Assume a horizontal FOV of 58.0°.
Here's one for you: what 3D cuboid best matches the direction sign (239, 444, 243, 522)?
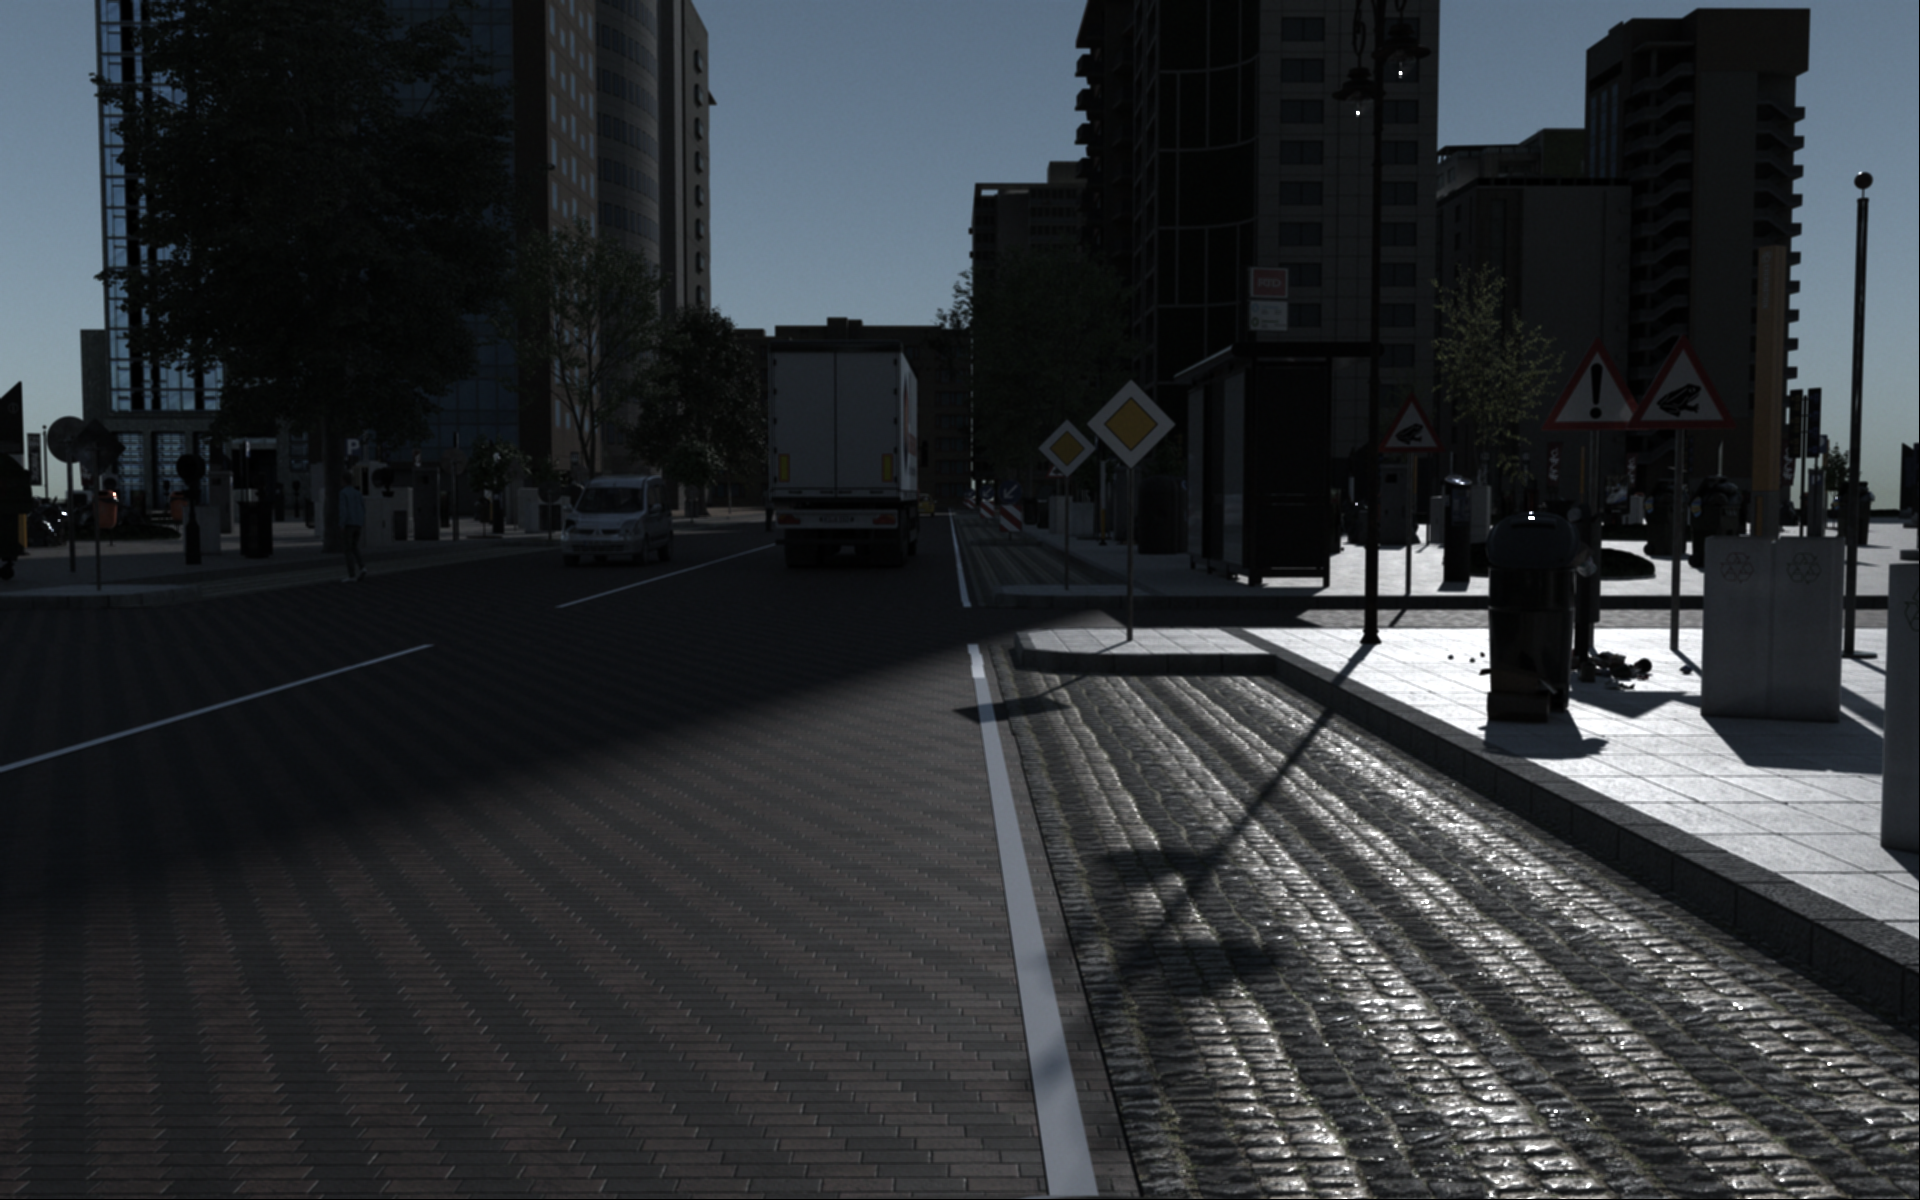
[{"bbox_3d":[-32.465,-5.278,78.293,0.379,3.537,0.876,-2,4,-28],"label":"direction sign"}]

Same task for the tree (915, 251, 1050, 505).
[{"bbox_3d":[2.547,-17.261,138.102,12.611,20.169,13.585,0,3,0],"label":"tree"}]

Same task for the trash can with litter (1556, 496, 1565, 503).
[{"bbox_3d":[31.219,-4.762,89.246,0.624,1.170,1.055,-3,5,-41],"label":"trash can with litter"}]

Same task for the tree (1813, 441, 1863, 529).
[{"bbox_3d":[32.187,-4.211,63.445,1.663,3.219,1.824,0,3,0],"label":"tree"}]

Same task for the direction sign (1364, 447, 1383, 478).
[{"bbox_3d":[19.783,-5.556,82.842,0.876,3.537,0.379,2,4,27],"label":"direction sign"}]

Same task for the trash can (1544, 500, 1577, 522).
[{"bbox_3d":[14.369,-1.826,41.505,0.748,1.137,0.748,0,3,0],"label":"trash can"}]

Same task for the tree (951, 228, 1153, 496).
[{"bbox_3d":[3.809,-8.782,69.343,9.928,11.665,9.643,0,3,0],"label":"tree"}]

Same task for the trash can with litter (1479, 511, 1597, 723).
[{"bbox_3d":[3.368,0.079,10.093,0.624,1.170,1.055,1,4,21],"label":"trash can with litter"}]

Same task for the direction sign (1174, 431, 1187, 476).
[{"bbox_3d":[8.116,-4.302,62.341,0.876,3.537,0.379,0,4,-2],"label":"direction sign"}]

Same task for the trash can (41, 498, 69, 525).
[{"bbox_3d":[-26.228,-2.369,50.385,0.748,1.137,0.748,0,3,0],"label":"trash can"}]

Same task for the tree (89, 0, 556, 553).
[{"bbox_3d":[-13.612,-8.000,37.454,9.857,13.997,8.962,0,3,0],"label":"tree"}]

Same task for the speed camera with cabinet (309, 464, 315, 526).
[{"bbox_3d":[-18.763,-3.468,51.030,0.660,3.252,2.038,-1,4,-15],"label":"speed camera with cabinet"}]

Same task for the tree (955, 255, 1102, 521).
[{"bbox_3d":[3.480,-10.035,82.194,7.486,12.596,7.792,0,3,0],"label":"tree"}]

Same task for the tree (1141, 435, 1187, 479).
[{"bbox_3d":[6.493,-3.716,55.362,1.663,3.219,1.824,0,3,0],"label":"tree"}]

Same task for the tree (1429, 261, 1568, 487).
[{"bbox_3d":[16.556,-6.371,54.528,4.360,8.622,3.978,0,3,0],"label":"tree"}]

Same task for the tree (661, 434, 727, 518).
[{"bbox_3d":[-14.140,-6.654,92.514,4.285,4.588,4.351,0,3,0],"label":"tree"}]

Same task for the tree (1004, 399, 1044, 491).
[{"bbox_3d":[4.186,-10.458,121.358,4.360,8.622,3.978,0,3,0],"label":"tree"}]

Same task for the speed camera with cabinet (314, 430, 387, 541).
[{"bbox_3d":[-16.782,-3.279,47.952,0.660,3.252,2.038,2,4,25],"label":"speed camera with cabinet"}]

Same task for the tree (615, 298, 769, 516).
[{"bbox_3d":[-15.275,-11.284,101.509,9.611,12.733,9.660,0,3,0],"label":"tree"}]

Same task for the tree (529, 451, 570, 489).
[{"bbox_3d":[-18.297,-5.037,76.961,1.663,3.219,1.824,0,3,0],"label":"tree"}]

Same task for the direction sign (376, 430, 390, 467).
[{"bbox_3d":[-19.855,-4.130,59.515,0.379,3.537,0.876,-3,4,-37],"label":"direction sign"}]

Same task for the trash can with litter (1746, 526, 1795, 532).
[{"bbox_3d":[27.643,-2.931,58.979,1.678,1.210,2.233,1,4,19],"label":"trash can with litter"}]

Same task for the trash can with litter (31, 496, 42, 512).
[{"bbox_3d":[-31.040,-2.919,58.786,1.678,1.210,2.233,0,4,-2],"label":"trash can with litter"}]

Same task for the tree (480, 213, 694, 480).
[{"bbox_3d":[-14.181,-8.561,65.721,9.928,11.665,9.643,0,3,0],"label":"tree"}]

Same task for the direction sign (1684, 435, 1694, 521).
[{"bbox_3d":[28.172,-4.589,67.019,0.379,3.537,0.876,0,4,3],"label":"direction sign"}]

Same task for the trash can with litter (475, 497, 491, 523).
[{"bbox_3d":[-20.854,-3.983,76.512,0.624,1.170,1.055,2,4,29],"label":"trash can with litter"}]

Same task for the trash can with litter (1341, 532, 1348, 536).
[{"bbox_3d":[11.090,-2.588,53.366,2.233,1.210,1.678,0,4,5],"label":"trash can with litter"}]

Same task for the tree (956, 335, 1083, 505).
[{"bbox_3d":[3.352,-9.719,93.313,7.601,10.594,8.767,0,4,-2],"label":"tree"}]

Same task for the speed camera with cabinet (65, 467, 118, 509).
[{"bbox_3d":[-37.992,-4.982,75.788,2.038,3.252,0.660,-2,4,-35],"label":"speed camera with cabinet"}]

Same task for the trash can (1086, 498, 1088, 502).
[{"bbox_3d":[5.077,-3.268,65.078,0.748,1.137,0.748,0,3,0],"label":"trash can"}]

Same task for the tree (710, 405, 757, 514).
[{"bbox_3d":[-15.108,-9.978,113.508,4.737,8.622,4.395,0,3,0],"label":"tree"}]

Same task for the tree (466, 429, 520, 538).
[{"bbox_3d":[-13.934,-3.415,50.437,1.663,3.219,1.824,0,3,0],"label":"tree"}]

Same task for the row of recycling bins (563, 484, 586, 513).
[{"bbox_3d":[-14.821,-3.857,70.173,1.069,1.692,3.534,1,4,21],"label":"row of recycling bins"}]

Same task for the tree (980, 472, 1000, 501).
[{"bbox_3d":[2.407,-9.527,150.365,1.663,3.219,1.824,0,3,0],"label":"tree"}]

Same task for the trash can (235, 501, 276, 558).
[{"bbox_3d":[-14.088,-1.408,34.668,0.748,1.137,0.748,0,3,0],"label":"trash can"}]

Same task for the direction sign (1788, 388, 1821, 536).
[{"bbox_3d":[18.197,-2.776,37.378,0.379,3.537,0.876,-1,4,-16],"label":"direction sign"}]

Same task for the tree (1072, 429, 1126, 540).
[{"bbox_3d":[3.725,-3.338,49.176,1.663,3.219,1.824,0,3,0],"label":"tree"}]

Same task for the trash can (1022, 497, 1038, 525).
[{"bbox_3d":[2.971,-3.726,72.568,0.748,1.137,0.748,0,3,0],"label":"trash can"}]

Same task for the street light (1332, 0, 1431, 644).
[{"bbox_3d":[3.534,-2.565,14.726,0.468,5.910,1.993,0,4,0],"label":"street light"}]

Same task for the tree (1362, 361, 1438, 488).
[{"bbox_3d":[24.549,-8.910,96.048,4.737,8.622,4.395,0,3,0],"label":"tree"}]

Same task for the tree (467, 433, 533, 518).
[{"bbox_3d":[-24.760,-6.688,93.059,4.285,4.588,4.351,0,3,0],"label":"tree"}]

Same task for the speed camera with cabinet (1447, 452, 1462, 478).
[{"bbox_3d":[22.879,-5.262,80.362,0.660,3.252,2.038,2,4,23],"label":"speed camera with cabinet"}]

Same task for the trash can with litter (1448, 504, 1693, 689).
[{"bbox_3d":[4.394,-0.085,12.449,1.678,1.210,2.233,1,4,15],"label":"trash can with litter"}]

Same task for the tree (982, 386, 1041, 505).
[{"bbox_3d":[3.384,-9.691,108.809,4.737,8.622,4.395,0,3,0],"label":"tree"}]

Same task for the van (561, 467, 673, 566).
[{"bbox_3d":[-7.059,-1.765,35.863,2.013,2.044,4.112,0,4,1],"label":"van"}]

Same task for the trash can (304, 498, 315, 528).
[{"bbox_3d":[-24.203,-3.256,64.893,0.748,1.137,0.748,0,3,0],"label":"trash can"}]
